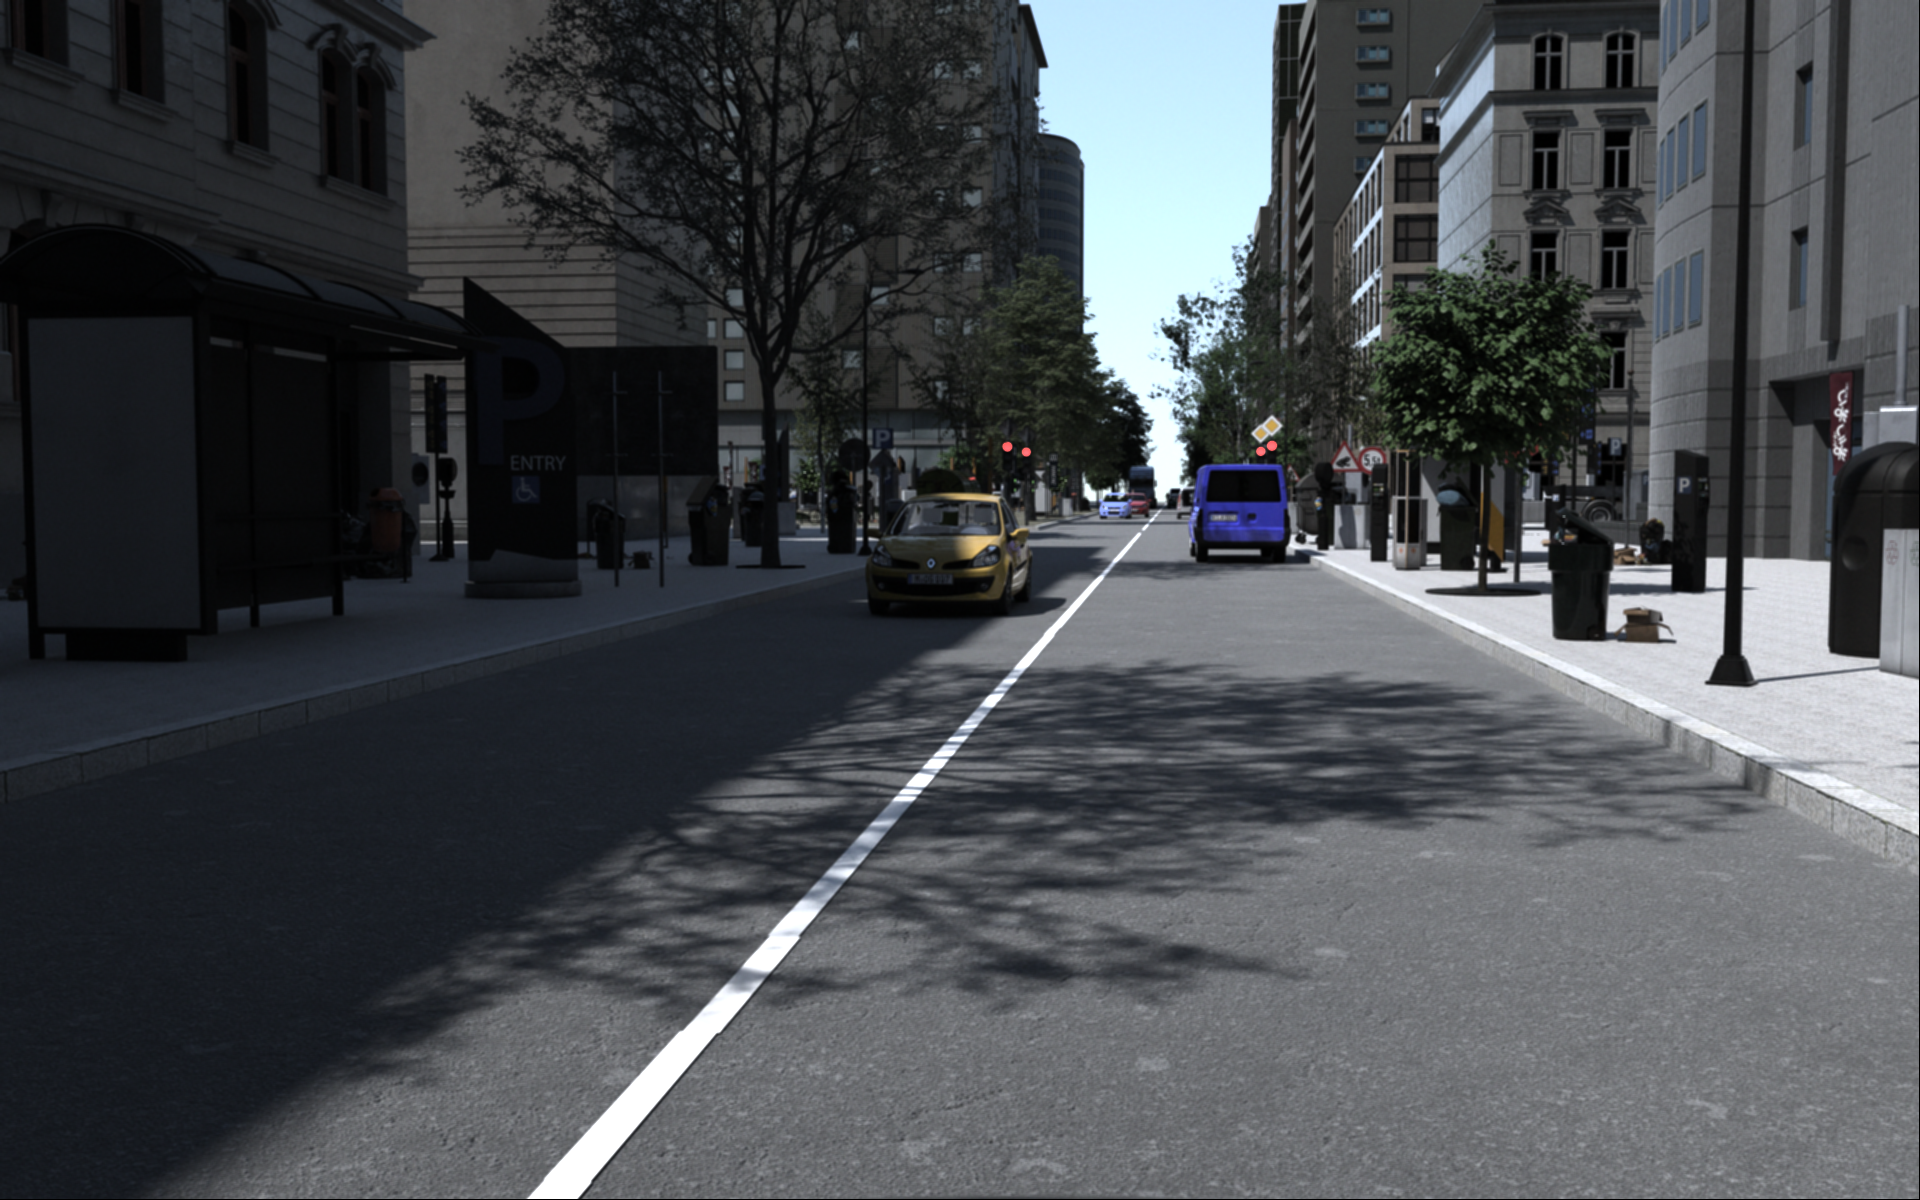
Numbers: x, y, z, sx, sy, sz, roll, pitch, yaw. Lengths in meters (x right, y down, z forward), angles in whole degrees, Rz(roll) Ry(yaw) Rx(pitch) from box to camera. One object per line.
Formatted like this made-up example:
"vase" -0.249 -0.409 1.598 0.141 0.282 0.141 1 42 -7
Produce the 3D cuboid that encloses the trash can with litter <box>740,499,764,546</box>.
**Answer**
"trash can with litter" -5.119 -1.903 42.504 0.624 1.170 1.055 -1 4 -11

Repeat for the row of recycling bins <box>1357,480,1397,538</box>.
"row of recycling bins" 12.128 -2.724 51.643 1.069 1.692 3.534 0 4 4

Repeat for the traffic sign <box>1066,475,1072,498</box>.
"traffic sign" 7.505 -7.212 117.925 0.884 2.594 0.081 1 4 13

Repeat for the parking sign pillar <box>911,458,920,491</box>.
"parking sign pillar" -3.300 -8.589 128.898 1.447 3.967 1.447 -1 4 -12

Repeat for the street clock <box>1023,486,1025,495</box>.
"street clock" 5.507 -8.571 144.701 0.358 2.002 0.471 -3 5 -39

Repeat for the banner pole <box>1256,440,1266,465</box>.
"banner pole" 12.668 -5.060 72.750 0.863 3.779 0.401 0 4 -7

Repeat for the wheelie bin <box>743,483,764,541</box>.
"wheelie bin" -5.674 -2.429 47.625 0.980 1.594 0.693 3 4 38

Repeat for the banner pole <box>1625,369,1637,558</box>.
"banner pole" 13.530 -2.750 34.973 0.401 3.779 0.863 2 4 28

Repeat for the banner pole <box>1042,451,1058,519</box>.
"banner pole" 4.696 -6.107 89.868 0.863 3.779 0.401 0 4 -6

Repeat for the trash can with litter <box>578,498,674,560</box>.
"trash can with litter" -6.788 -1.413 34.168 2.233 1.210 1.678 1 4 13

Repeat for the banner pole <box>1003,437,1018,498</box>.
"banner pole" 2.163 -5.290 76.515 0.863 3.779 0.401 -2 4 -26

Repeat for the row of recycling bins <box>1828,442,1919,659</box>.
"row of recycling bins" 8.753 -0.395 13.570 3.534 1.692 1.069 0 4 5

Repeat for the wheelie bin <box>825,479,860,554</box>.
"wheelie bin" -2.533 -1.812 37.526 0.693 1.594 0.980 0 4 5

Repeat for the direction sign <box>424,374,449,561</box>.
"direction sign" -9.988 -2.513 33.088 0.379 3.537 0.876 1 4 8

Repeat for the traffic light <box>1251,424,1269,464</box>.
"traffic light" 11.976 -4.910 69.198 0.839 4.253 0.868 0 4 7

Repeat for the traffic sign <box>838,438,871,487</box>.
"traffic sign" -2.408 -2.403 39.403 0.768 2.556 0.104 1 4 12

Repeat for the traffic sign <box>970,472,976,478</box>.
"traffic sign" 0.301 -4.436 73.712 0.795 2.450 0.064 1 4 13

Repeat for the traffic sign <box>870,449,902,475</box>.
"traffic sign" -2.046 -2.921 47.760 0.884 2.594 0.081 0 4 7

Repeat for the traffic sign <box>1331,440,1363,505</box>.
"traffic sign" 9.270 -2.558 41.834 0.884 2.594 0.081 1 4 13

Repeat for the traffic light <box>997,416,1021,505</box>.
"traffic light" 1.750 -4.494 62.399 0.839 4.253 0.868 0 4 7

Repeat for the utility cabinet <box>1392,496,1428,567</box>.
"utility cabinet" 7.973 -1.192 30.644 0.306 1.237 1.020 2 4 33

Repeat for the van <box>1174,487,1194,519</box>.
"van" 13.375 -5.693 100.100 2.013 2.044 4.112 0 4 7

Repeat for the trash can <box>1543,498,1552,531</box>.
"trash can" 20.717 -2.982 60.404 0.748 1.137 0.748 0 3 0

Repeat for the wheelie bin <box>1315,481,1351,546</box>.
"wheelie bin" 9.359 -2.167 43.330 0.980 1.594 0.693 -2 4 -32

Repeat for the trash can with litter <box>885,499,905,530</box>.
"trash can with litter" -1.465 -1.836 41.399 0.624 1.170 1.055 0 4 -8

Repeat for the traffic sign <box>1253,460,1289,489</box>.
"traffic sign" 14.957 -5.371 81.687 2.265 3.308 0.079 1 4 14

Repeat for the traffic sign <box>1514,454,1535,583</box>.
"traffic sign" 8.051 -1.521 24.969 0.768 2.556 0.104 1 4 14

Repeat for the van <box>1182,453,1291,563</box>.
"van" 6.043 -2.050 37.904 2.240 2.365 5.245 0 4 6

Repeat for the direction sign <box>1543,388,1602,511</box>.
"direction sign" 9.877 -2.193 27.849 0.379 3.537 0.876 -1 4 -22

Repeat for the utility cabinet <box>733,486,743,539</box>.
"utility cabinet" -6.342 -2.503 49.597 0.318 1.500 1.173 0 4 -7

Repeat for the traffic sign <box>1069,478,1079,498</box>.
"traffic sign" 7.280 -6.629 110.510 0.606 2.300 0.079 1 4 12

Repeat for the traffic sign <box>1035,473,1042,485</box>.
"traffic sign" 3.886 -5.467 90.572 0.795 2.450 0.064 1 4 13

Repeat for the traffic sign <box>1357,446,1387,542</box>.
"traffic sign" 10.934 -2.807 46.004 0.768 2.556 0.104 1 4 9

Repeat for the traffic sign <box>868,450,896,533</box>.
"traffic sign" -2.051 -2.699 45.319 0.795 2.450 0.064 1 4 10

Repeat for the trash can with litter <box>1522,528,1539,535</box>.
"trash can with litter" 17.090 -2.677 54.831 1.678 1.210 2.233 -2 4 -27

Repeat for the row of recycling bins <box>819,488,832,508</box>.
"row of recycling bins" -10.001 -7.420 128.433 1.069 1.692 3.534 -1 4 -8

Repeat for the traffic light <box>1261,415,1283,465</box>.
"traffic light" 10.993 -4.425 61.273 0.839 4.253 0.868 0 4 7

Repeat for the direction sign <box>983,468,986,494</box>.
"direction sign" 1.877 -8.695 134.168 0.379 3.537 0.876 1 4 15

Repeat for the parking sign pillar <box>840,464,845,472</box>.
"parking sign pillar" -9.084 -8.852 133.196 1.447 3.967 1.447 0 4 -4

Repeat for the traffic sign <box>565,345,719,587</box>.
"traffic sign" -4.444 -1.837 23.902 2.265 3.308 0.079 0 4 7

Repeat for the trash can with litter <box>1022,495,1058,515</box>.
"trash can with litter" 5.300 -5.911 107.700 2.233 1.210 1.678 1 4 14

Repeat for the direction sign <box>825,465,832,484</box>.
"direction sign" -10.350 -8.859 136.843 0.379 3.537 0.876 3 4 36

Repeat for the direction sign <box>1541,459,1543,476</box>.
"direction sign" 25.377 -5.048 74.530 0.379 3.537 0.876 -2 4 -34

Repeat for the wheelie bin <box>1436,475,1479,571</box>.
"wheelie bin" 8.350 -1.297 29.108 0.693 1.594 0.980 1 4 15

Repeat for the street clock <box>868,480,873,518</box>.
"street clock" -4.778 -5.226 90.010 0.471 2.002 0.358 -3 4 -36

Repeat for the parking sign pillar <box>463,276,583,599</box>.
"parking sign pillar" -5.500 -2.034 21.720 1.447 3.967 1.447 -2 4 -25

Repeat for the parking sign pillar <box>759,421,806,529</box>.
"parking sign pillar" -6.567 -4.570 63.189 1.447 3.967 1.447 0 4 7

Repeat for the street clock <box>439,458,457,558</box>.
"street clock" -10.255 -1.839 34.634 0.358 2.002 0.471 1 4 11

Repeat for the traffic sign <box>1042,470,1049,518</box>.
"traffic sign" 4.716 -5.633 92.201 0.768 2.556 0.104 1 4 16

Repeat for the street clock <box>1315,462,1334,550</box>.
"street clock" 8.303 -2.139 39.542 0.358 2.002 0.471 3 5 42

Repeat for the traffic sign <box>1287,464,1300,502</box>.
"traffic sign" 13.778 -4.422 72.309 0.884 2.594 0.081 1 4 9

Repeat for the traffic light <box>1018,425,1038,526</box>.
"traffic light" 2.734 -4.979 70.324 0.839 4.253 0.868 0 4 7

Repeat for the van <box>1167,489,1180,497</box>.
"van" 24.106 -11.479 192.060 2.240 2.365 5.245 0 4 5

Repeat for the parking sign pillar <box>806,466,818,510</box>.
"parking sign pillar" -11.581 -8.839 132.983 1.447 3.967 1.447 -3 4 -37

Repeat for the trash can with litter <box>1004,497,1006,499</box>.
"trash can with litter" 1.500 -3.699 71.869 1.055 1.170 0.624 1 4 11

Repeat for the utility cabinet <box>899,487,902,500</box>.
"utility cabinet" -1.992 -2.653 52.053 0.318 1.500 1.173 -1 4 -11

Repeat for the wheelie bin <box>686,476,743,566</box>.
"wheelie bin" -4.512 -1.427 31.233 0.693 1.594 0.980 -3 4 -36

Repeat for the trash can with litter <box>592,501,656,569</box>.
"trash can with litter" -5.784 -1.128 29.824 1.055 1.170 0.624 -1 4 -14

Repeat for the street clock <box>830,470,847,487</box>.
"street clock" -3.690 -2.942 52.673 0.471 2.002 0.358 -2 4 -26
